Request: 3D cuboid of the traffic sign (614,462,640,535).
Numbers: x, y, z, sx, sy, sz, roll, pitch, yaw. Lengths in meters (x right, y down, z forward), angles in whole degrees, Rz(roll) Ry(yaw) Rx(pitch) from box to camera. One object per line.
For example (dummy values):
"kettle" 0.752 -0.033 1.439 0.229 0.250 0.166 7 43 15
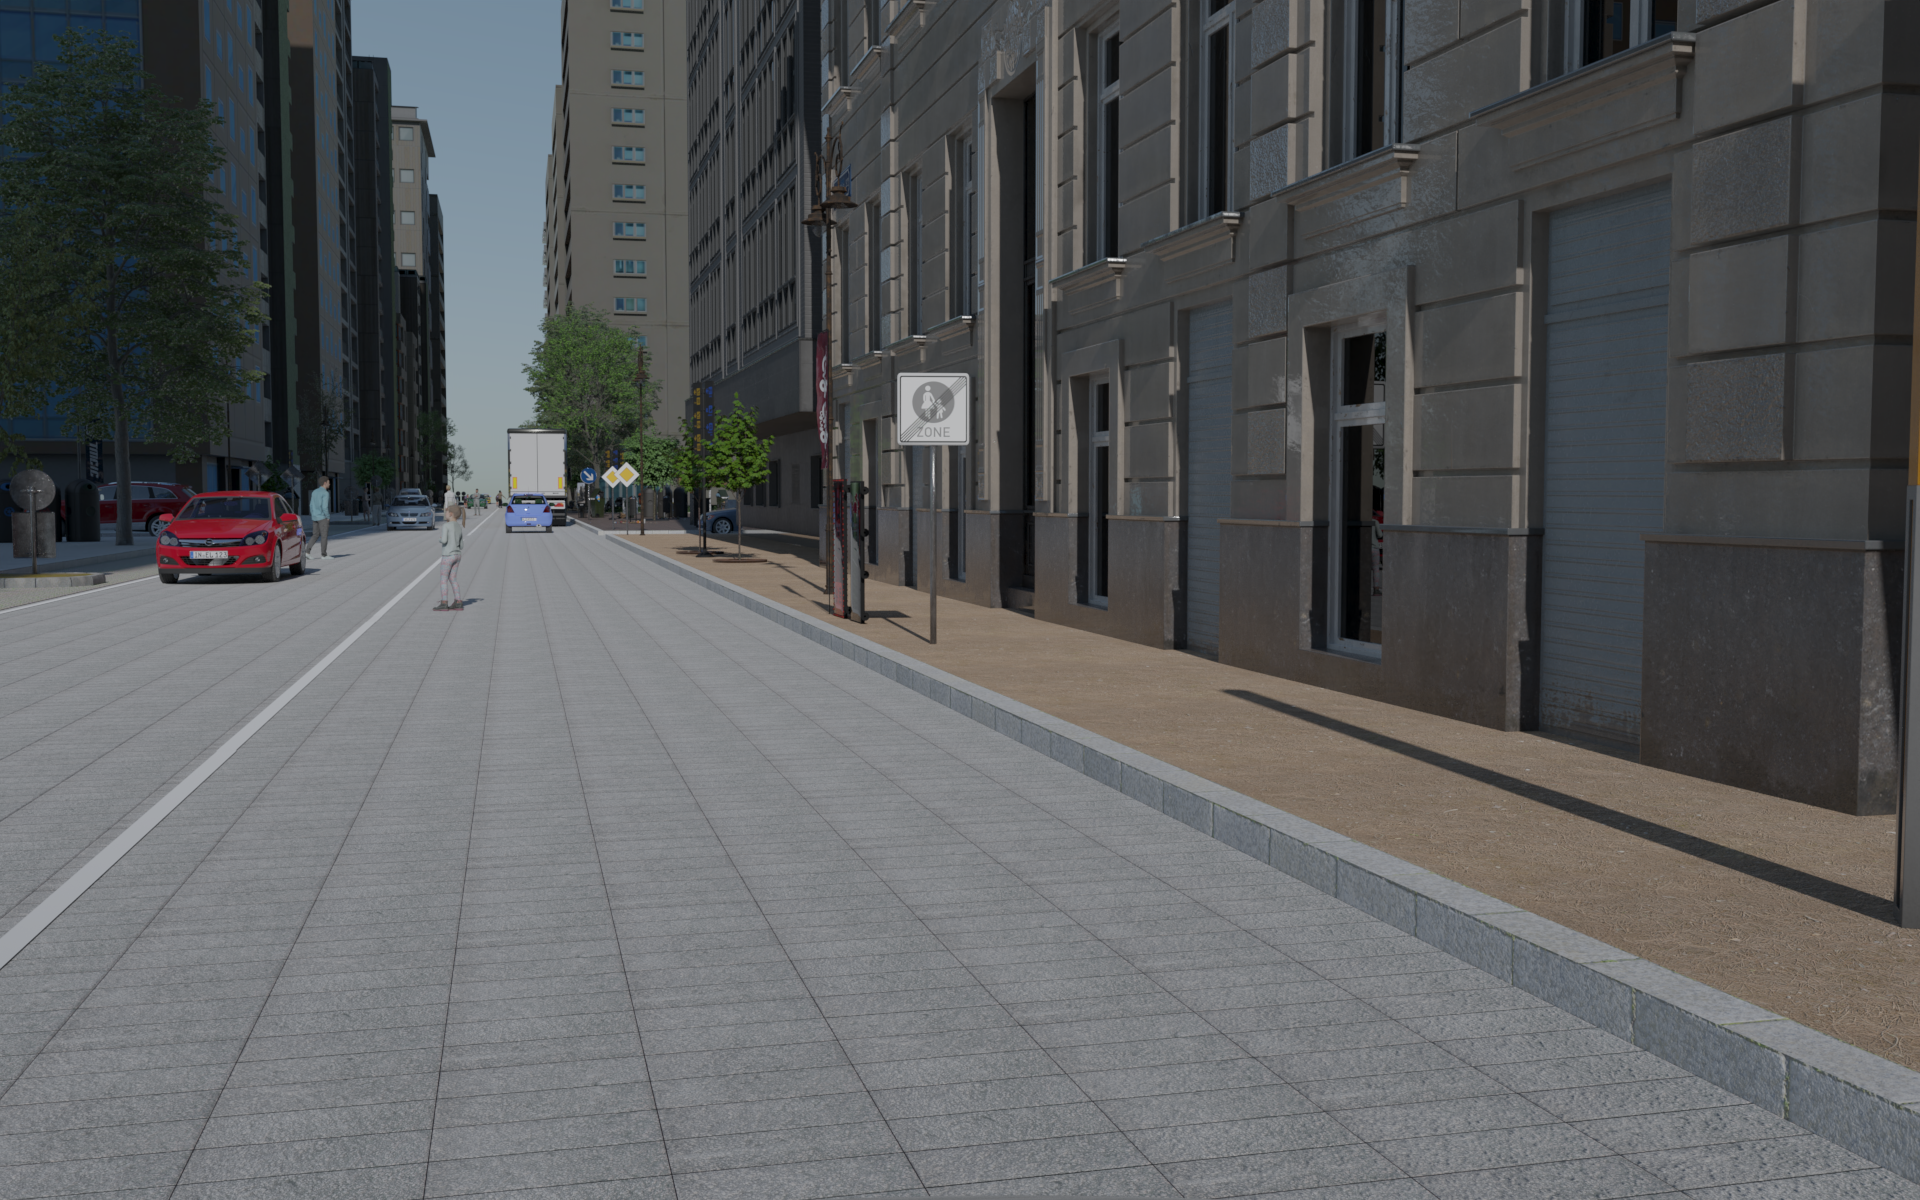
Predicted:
"traffic sign" -10.406 -3.087 54.120 0.795 2.450 0.064 -1 4 -14

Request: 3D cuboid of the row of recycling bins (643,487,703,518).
"row of recycling bins" -15.654 -5.357 94.696 3.534 1.692 1.069 1 4 9

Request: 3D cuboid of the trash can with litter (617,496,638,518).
"trash can with litter" -17.588 -4.901 91.521 0.624 1.170 1.055 2 4 35

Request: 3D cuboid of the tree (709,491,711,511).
"tree" -18.279 -10.786 126.705 4.360 8.622 3.978 0 3 0

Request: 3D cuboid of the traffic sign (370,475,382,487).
"traffic sign" -39.484 -7.161 117.183 0.768 2.556 0.104 -1 4 -13

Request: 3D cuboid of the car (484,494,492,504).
"car" -66.859 -14.271 243.557 2.015 1.641 3.980 -1 4 -15

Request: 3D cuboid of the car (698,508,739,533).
"car" -6.825 -2.940 60.079 4.499 1.417 2.014 -1 4 -14

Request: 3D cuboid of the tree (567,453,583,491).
"tree" -26.788 -8.485 122.438 4.285 4.588 4.351 0 3 0

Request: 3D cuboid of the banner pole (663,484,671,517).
"banner pole" -15.547 -6.217 91.670 0.401 3.779 0.863 2 4 25

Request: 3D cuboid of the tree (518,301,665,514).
"tree" -24.090 -12.633 113.207 9.857 13.997 8.962 0 3 0

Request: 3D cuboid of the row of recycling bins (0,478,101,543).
"row of recycling bins" -24.791 -2.374 45.924 3.534 1.692 1.069 -2 4 -35

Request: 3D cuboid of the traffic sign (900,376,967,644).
"traffic sign" -0.229 -0.771 14.743 0.606 2.300 0.079 0 4 -5

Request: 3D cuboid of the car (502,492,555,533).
"car" -16.089 -3.364 64.588 1.945 1.707 3.694 -1 4 -14

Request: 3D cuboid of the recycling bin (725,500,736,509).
"recycling bin" -10.485 -4.145 80.324 0.722 1.027 0.722 -1 4 -18

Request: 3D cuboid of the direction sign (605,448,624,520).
"direction sign" -17.223 -5.732 85.721 0.876 3.537 0.379 2 4 34

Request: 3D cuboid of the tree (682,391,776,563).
"tree" -4.281 -2.319 32.510 1.663 3.219 1.824 0 3 0

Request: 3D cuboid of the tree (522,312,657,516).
"tree" -21.003 -10.640 99.720 9.928 11.665 9.643 0 3 0

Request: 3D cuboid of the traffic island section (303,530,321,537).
"traffic island section" -22.828 -2.262 59.265 2.009 0.180 2.903 -1 4 -14

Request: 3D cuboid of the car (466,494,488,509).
"car" -46.733 -9.535 167.695 2.131 1.459 4.920 -1 4 -13

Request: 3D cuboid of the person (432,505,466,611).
"person" -6.276 -0.518 21.250 0.394 1.301 0.425 0 4 3

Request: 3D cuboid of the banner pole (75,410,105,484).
"banner pole" -25.289 -3.684 50.254 0.863 3.779 0.401 -2 4 -31

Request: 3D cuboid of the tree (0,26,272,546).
"tree" -21.336 -7.644 43.114 7.486 12.596 7.792 0 3 0

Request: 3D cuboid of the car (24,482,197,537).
"car" -26.452 -2.793 54.343 5.304 1.827 2.281 -1 4 -12

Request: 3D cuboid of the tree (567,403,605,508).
"tree" -29.845 -11.348 135.903 4.360 8.622 3.978 0 3 0

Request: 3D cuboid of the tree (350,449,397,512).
"tree" -42.627 -8.694 125.859 4.285 4.588 4.351 0 3 0

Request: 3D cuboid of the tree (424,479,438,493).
"tree" -60.756 -12.455 198.243 1.663 3.219 1.824 0 3 0

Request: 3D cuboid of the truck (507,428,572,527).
"truck" -19.267 -5.536 79.425 2.839 4.237 11.283 -1 4 -13

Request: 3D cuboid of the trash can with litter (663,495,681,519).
"trash can with litter" -14.761 -4.698 87.866 2.233 1.210 1.678 3 5 44

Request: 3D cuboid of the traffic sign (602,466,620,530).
"traffic sign" -12.395 -3.560 61.855 0.795 2.450 0.064 -1 4 -14

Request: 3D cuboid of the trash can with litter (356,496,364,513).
"trash can with litter" -40.591 -6.484 117.405 0.624 1.170 1.055 -1 4 -9

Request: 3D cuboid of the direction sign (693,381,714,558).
"direction sign" -5.173 -2.631 35.008 0.379 3.537 0.876 -2 4 -35

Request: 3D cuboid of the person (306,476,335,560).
"person" -14.047 -1.796 37.887 0.660 1.820 0.620 2 4 33

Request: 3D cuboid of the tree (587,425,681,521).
"tree" -14.666 -6.058 82.755 4.285 4.588 4.351 0 3 0

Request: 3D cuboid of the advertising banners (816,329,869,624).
"advertising banners" -1.236 -1.328 17.897 0.090 3.025 2.074 -1 4 -17

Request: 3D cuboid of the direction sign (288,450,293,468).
"direction sign" -34.204 -5.907 88.570 0.379 3.537 0.876 0 4 -8

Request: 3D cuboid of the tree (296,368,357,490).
"tree" -37.030 -9.174 100.363 4.360 8.622 3.978 0 3 0

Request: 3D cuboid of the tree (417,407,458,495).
"tree" -63.614 -17.095 205.264 9.928 11.665 9.643 0 3 0

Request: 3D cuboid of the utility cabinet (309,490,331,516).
"utility cabinet" -37.518 -5.676 101.477 1.173 1.500 0.318 -2 4 -25

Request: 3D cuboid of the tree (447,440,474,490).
"tree" -83.896 -21.479 285.596 7.601 10.594 8.767 -1 4 -18

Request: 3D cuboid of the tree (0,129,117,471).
"tree" -19.126 -5.101 33.770 4.737 8.622 4.395 0 3 0

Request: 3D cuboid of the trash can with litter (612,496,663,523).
"trash can with litter" -14.500 -3.989 76.272 1.678 1.210 2.233 -3 5 -41

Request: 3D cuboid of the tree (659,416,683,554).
"tree" -5.543 -2.592 36.973 1.663 3.219 1.824 0 3 0

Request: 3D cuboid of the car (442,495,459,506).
"car" -58.089 -11.327 197.194 2.014 1.417 4.499 -1 4 -13

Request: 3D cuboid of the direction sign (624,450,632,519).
"direction sign" -17.326 -5.991 89.944 0.876 3.537 0.379 2 4 34

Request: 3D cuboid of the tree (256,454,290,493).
"tree" -30.801 -5.043 77.047 1.663 3.219 1.824 0 3 0

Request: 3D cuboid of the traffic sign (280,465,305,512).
"traffic sign" -22.807 -3.399 59.209 0.795 2.450 0.064 -1 4 -14

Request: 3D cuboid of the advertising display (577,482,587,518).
"advertising display" -20.122 -5.322 92.236 0.123 1.923 0.974 -3 4 -38

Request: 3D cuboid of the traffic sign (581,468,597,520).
"traffic sign" -18.069 -5.150 84.313 0.768 2.556 0.104 -1 4 -13

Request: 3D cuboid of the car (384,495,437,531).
"car" -21.889 -3.491 69.085 2.014 1.417 4.499 -1 4 -15

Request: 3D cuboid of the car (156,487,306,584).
"car" -12.231 -1.233 29.206 2.155 1.783 4.494 -1 4 -13

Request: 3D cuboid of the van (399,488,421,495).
"van" -38.814 -7.048 122.238 2.013 2.044 4.112 -1 4 -15

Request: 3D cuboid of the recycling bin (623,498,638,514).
"recycling bin" -20.961 -5.966 110.102 0.722 1.027 0.722 1 4 17

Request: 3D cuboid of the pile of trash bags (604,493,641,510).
"pile of trash bags" -24.909 -7.342 129.789 1.912 1.369 3.447 3 4 37

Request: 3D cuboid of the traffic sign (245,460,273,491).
"traffic sign" -20.818 -2.925 51.474 0.795 2.450 0.064 -1 4 -14
